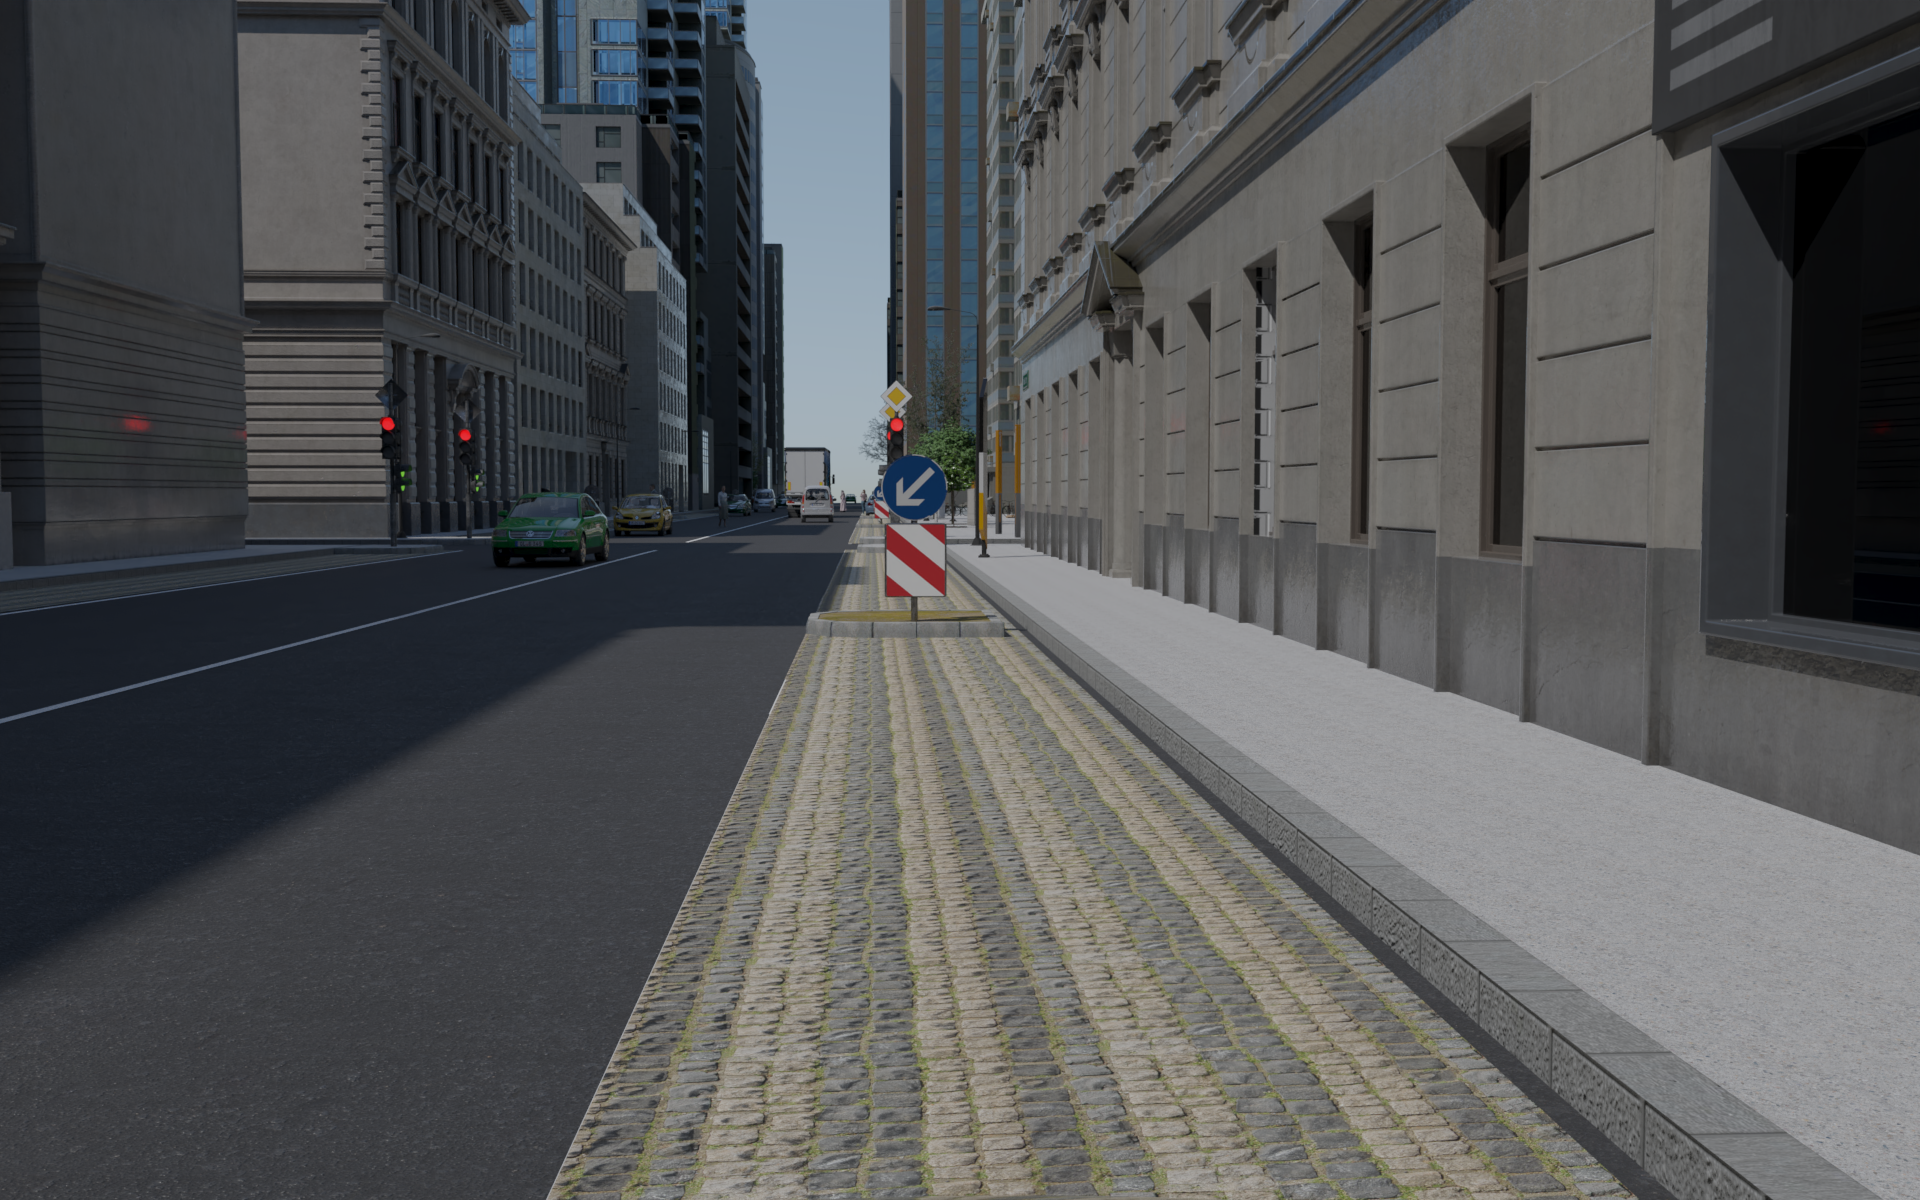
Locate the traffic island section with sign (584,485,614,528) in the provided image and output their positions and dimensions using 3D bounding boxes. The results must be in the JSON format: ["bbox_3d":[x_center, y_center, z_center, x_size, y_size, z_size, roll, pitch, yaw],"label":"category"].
[{"bbox_3d":[-15.425,-3.909,72.544,1.989,1.847,2.006,0,4,-3],"label":"traffic island section with sign"}]

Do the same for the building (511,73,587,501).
[{"bbox_3d":[-23.470,-13.635,77.691,10.420,20.320,16.860,0,4,-3],"label":"building"}]

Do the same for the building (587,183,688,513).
[{"bbox_3d":[-24.261,-15.915,114.968,10.420,20.320,16.860,0,4,-3],"label":"building"}]

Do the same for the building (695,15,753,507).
[{"bbox_3d":[-33.146,-34.030,180.100,21.300,48.544,21.600,0,4,-3],"label":"building"}]

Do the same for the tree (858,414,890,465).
[{"bbox_3d":[-7.279,-18.404,211.272,12.009,13.543,11.850,0,3,0],"label":"tree"}]

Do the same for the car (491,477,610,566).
[{"bbox_3d":[-8.403,-1.649,35.751,1.959,1.807,4.718,0,4,-2],"label":"car"}]

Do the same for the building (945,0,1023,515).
[{"bbox_3d":[14.440,-25.851,114.539,32.217,40.220,23.993,0,4,-3],"label":"building"}]

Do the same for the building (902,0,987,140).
[{"bbox_3d":[2.472,-29.844,138.067,14.600,45.320,14.200,0,4,-3],"label":"building"}]

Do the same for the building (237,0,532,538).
[{"bbox_3d":[-21.964,-14.068,58.889,11.050,23.489,19.941,0,4,-3],"label":"building"}]

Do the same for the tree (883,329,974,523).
[{"bbox_3d":[-1.179,-7.782,77.604,4.360,8.622,3.978,0,3,0],"label":"tree"}]

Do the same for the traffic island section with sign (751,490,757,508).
[{"bbox_3d":[-20.789,-10.310,177.189,1.989,1.847,2.006,0,4,-3],"label":"traffic island section with sign"}]

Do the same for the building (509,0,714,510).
[{"bbox_3d":[-32.770,-51.354,152.314,22.319,86.520,31.000,0,4,-3],"label":"building"}]

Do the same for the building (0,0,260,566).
[{"bbox_3d":[-26.280,-12.138,34.612,21.152,22.565,11.583,0,4,-3],"label":"building"}]

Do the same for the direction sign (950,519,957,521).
[{"bbox_3d":[-0.324,-5.466,81.362,0.876,3.537,0.379,3,5,41],"label":"direction sign"}]

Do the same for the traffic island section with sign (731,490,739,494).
[{"bbox_3d":[-19.386,-8.633,149.783,1.989,1.847,2.006,0,4,-3],"label":"traffic island section with sign"}]

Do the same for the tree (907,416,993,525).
[{"bbox_3d":[-0.237,-5.471,73.164,4.285,4.588,4.351,0,3,0],"label":"tree"}]

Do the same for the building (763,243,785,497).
[{"bbox_3d":[-35.265,-36.145,274.570,14.154,41.232,14.086,0,4,-3],"label":"building"}]

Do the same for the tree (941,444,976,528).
[{"bbox_3d":[-0.335,-4.377,66.163,1.663,3.219,1.824,0,3,0],"label":"tree"}]

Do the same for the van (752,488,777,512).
[{"bbox_3d":[-15.521,-7.986,137.580,2.013,2.044,4.112,0,4,-4],"label":"van"}]

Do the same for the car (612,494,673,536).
[{"bbox_3d":[-11.025,-3.065,60.330,2.015,1.641,3.980,0,4,-4],"label":"car"}]

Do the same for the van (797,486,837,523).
[{"bbox_3d":[-7.284,-4.970,88.275,2.013,2.044,4.112,0,4,-5],"label":"van"}]

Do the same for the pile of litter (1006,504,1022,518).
[{"bbox_3d":[3.045,-4.796,92.371,1.176,0.858,1.719,-1,4,-8],"label":"pile of litter"}]

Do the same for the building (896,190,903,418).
[{"bbox_3d":[0.817,-24.185,167.118,14.160,30.474,14.107,0,4,-3],"label":"building"}]

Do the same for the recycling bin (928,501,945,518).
[{"bbox_3d":[-1.264,-4.898,92.631,0.722,1.027,0.722,2,4,26],"label":"recycling bin"}]

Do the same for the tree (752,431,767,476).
[{"bbox_3d":[-24.381,-15.322,200.883,4.360,8.622,3.978,0,3,0],"label":"tree"}]

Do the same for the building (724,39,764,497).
[{"bbox_3d":[-36.704,-41.570,221.660,21.231,58.520,28.212,0,4,-3],"label":"building"}]

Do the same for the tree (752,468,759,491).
[{"bbox_3d":[-24.110,-12.955,195.522,4.285,4.588,4.351,0,3,0],"label":"tree"}]

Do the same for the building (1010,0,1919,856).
[{"bbox_3d":[10.467,-14.955,20.935,17.030,29.872,44.131,0,4,-3],"label":"building"}]

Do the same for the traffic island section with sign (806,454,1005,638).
[{"bbox_3d":[-0.597,-0.578,18.079,1.989,1.847,2.006,0,4,-3],"label":"traffic island section with sign"}]

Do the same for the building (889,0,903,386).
[{"bbox_3d":[2.911,-39.483,187.541,21.231,58.520,28.212,0,4,-3],"label":"building"}]

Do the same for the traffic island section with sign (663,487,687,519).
[{"bbox_3d":[-16.839,-5.597,100.134,1.989,1.847,2.006,0,4,-3],"label":"traffic island section with sign"}]

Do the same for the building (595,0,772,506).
[{"bbox_3d":[-38.361,-57.354,250.411,22.319,86.520,31.000,0,4,-3],"label":"building"}]

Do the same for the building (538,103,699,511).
[{"bbox_3d":[-27.751,-22.021,131.740,14.160,30.474,14.107,0,4,-3],"label":"building"}]

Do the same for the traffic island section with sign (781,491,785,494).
[{"bbox_3d":[-23.599,-13.670,232.125,1.989,1.847,2.006,0,4,-3],"label":"traffic island section with sign"}]

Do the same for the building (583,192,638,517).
[{"bbox_3d":[-24.368,-14.136,95.745,10.561,19.102,19.286,0,4,-3],"label":"building"}]

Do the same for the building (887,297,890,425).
[{"bbox_3d":[-3.706,-29.497,253.974,14.160,30.474,14.107,0,4,-3],"label":"building"}]

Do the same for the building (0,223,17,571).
[{"bbox_3d":[-21.741,-14.055,17.186,14.401,28.519,23.554,0,4,-3],"label":"building"}]
